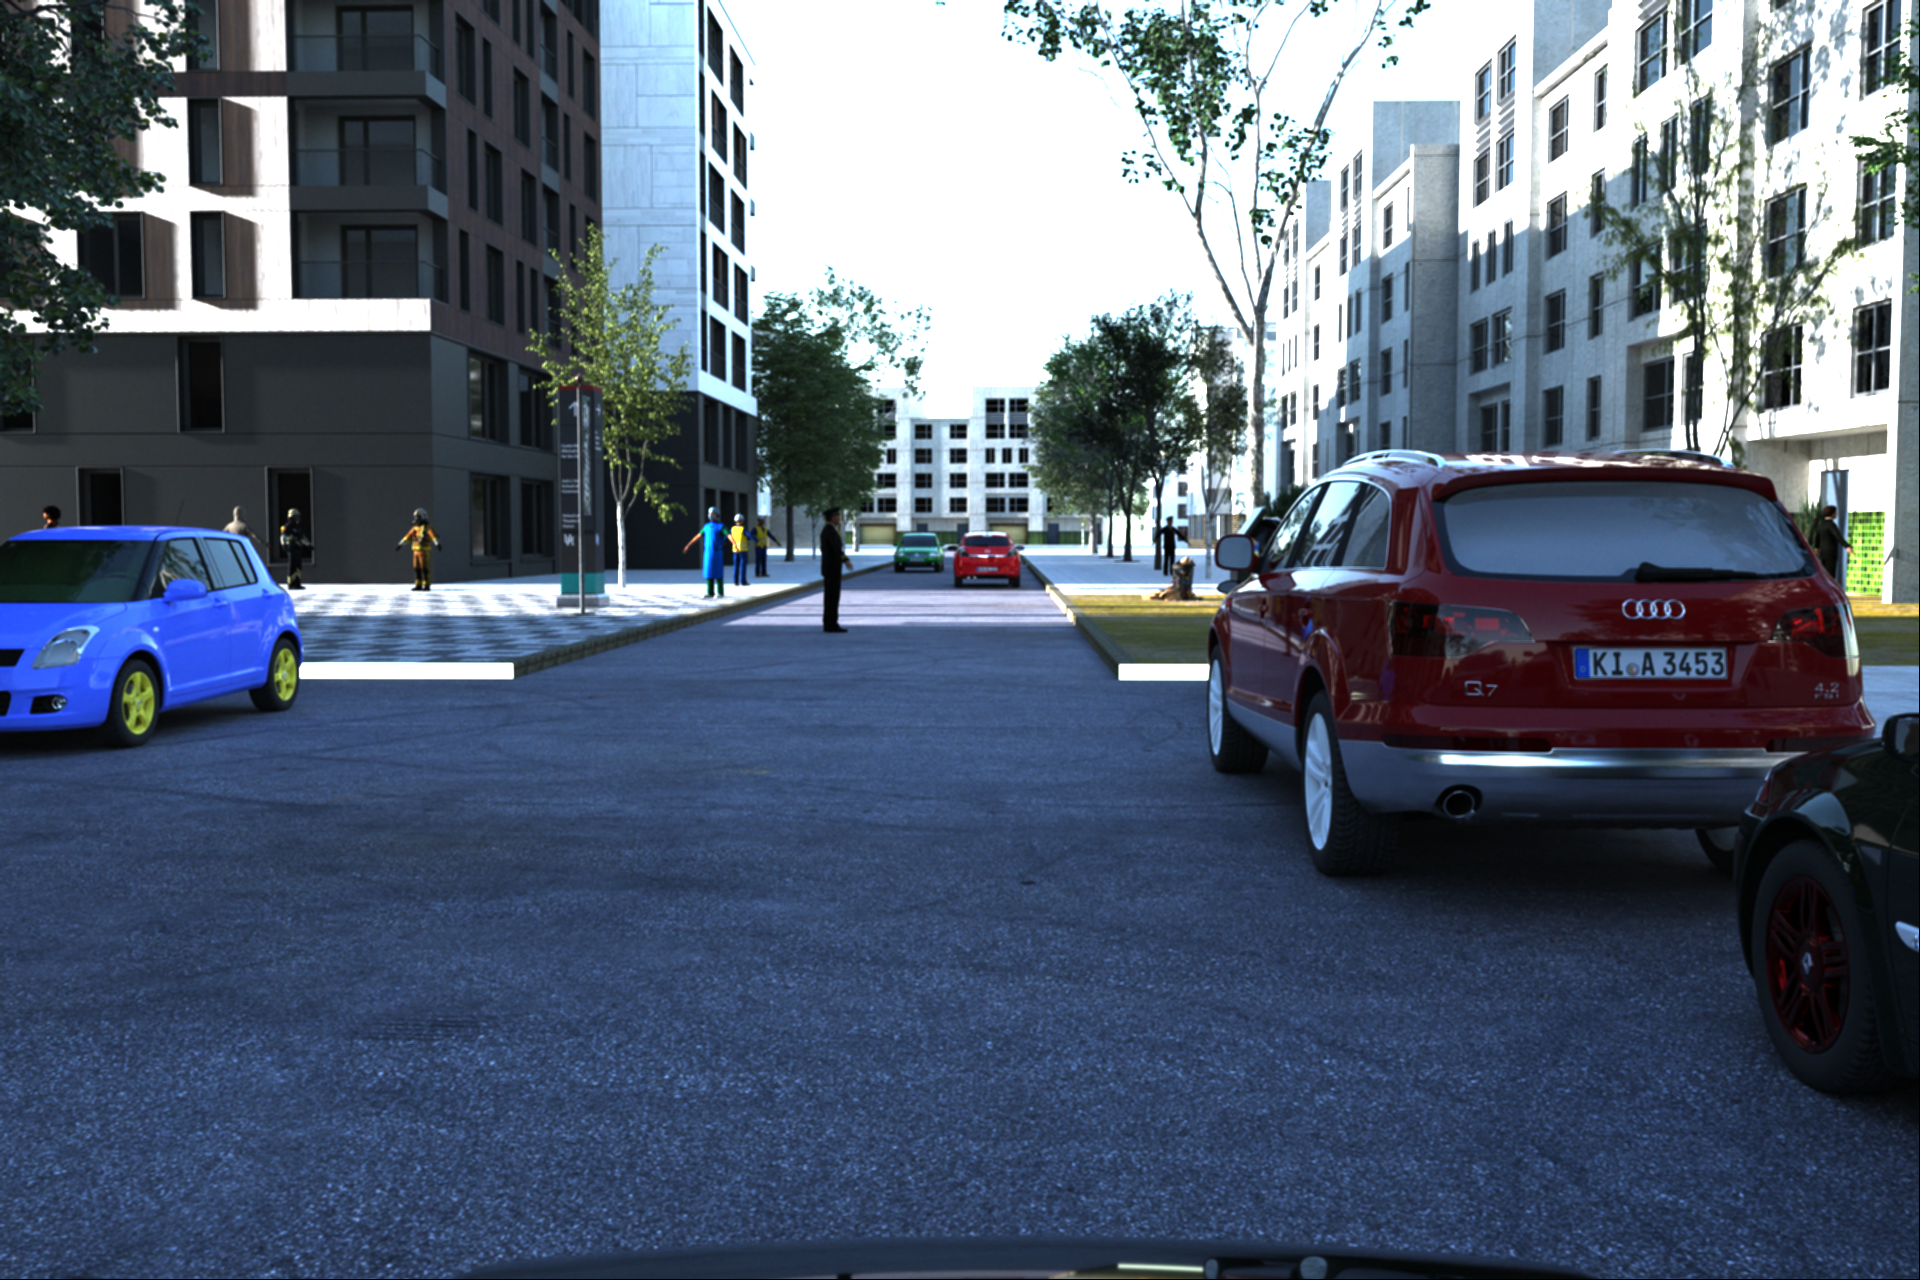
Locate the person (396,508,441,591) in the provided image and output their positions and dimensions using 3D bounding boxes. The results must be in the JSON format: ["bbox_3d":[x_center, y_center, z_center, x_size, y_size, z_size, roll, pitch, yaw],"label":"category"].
[{"bbox_3d":[-12.140,-2.032,38.991,1.354,1.858,0.705,2,4,28],"label":"person"}]

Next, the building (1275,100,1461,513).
[{"bbox_3d":[25.358,-13.013,79.214,16.747,18.905,31.486,0,4,1],"label":"building"}]

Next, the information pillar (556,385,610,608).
[{"bbox_3d":[-6.661,-2.516,30.514,0.750,3.857,0.750,0,4,3],"label":"information pillar"}]

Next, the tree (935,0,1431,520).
[{"bbox_3d":[5.182,-11.157,38.308,12.611,20.169,13.585,0,3,0],"label":"tree"}]

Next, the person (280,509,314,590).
[{"bbox_3d":[-15.297,-2.085,39.876,0.705,1.856,1.354,0,4,6],"label":"person"}]

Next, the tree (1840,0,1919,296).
[{"bbox_3d":[16.718,-6.021,24.195,9.928,11.665,9.643,0,3,0],"label":"tree"}]

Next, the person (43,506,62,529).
[{"bbox_3d":[-17.477,-1.660,33.284,0.704,1.843,1.345,-1,4,-8],"label":"person"}]

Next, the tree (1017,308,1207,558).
[{"bbox_3d":[8.241,-11.183,93.215,12.009,13.543,11.850,0,3,0],"label":"tree"}]

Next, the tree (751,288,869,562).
[{"bbox_3d":[-8.098,-9.962,81.000,7.486,12.596,7.792,0,3,0],"label":"tree"}]

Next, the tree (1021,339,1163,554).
[{"bbox_3d":[8.601,-12.555,111.924,9.857,13.997,8.962,0,3,0],"label":"tree"}]

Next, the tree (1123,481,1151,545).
[{"bbox_3d":[22.055,-15.790,208.528,4.360,8.622,3.978,0,3,0],"label":"tree"}]

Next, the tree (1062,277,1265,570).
[{"bbox_3d":[7.376,-7.809,62.097,7.601,10.594,8.767,-3,5,-43],"label":"tree"}]

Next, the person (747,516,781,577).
[{"bbox_3d":[-5.945,-2.810,51.920,0.705,1.833,1.349,3,5,42],"label":"person"}]

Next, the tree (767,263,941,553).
[{"bbox_3d":[-7.203,-16.177,120.381,12.611,20.169,13.585,0,3,0],"label":"tree"}]

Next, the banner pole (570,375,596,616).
[{"bbox_3d":[-5.979,-2.298,27.586,0.401,3.779,0.863,0,4,2],"label":"banner pole"}]

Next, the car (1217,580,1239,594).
[{"bbox_3d":[3.179,-0.133,14.179,2.014,1.417,4.499,0,4,1],"label":"car"}]

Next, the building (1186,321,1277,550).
[{"bbox_3d":[25.493,-18.236,154.577,16.016,20.090,11.380,0,4,1],"label":"building"}]

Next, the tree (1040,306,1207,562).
[{"bbox_3d":[7.642,-9.403,79.493,9.928,11.665,9.643,0,3,0],"label":"tree"}]

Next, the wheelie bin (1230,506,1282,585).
[{"bbox_3d":[3.470,-0.745,20.094,0.693,1.594,0.980,0,4,0],"label":"wheelie bin"}]

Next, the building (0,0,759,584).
[{"bbox_3d":[-23.349,-13.216,60.063,27.936,21.610,32.646,0,4,2],"label":"building"}]

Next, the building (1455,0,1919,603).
[{"bbox_3d":[26.063,-11.046,47.059,16.747,18.905,31.486,0,4,2],"label":"building"}]

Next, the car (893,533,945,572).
[{"bbox_3d":[-1.545,-3.511,66.207,1.959,1.807,4.718,0,4,1],"label":"car"}]

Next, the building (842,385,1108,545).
[{"bbox_3d":[2.275,-21.063,213.287,31.486,18.905,16.747,0,4,6],"label":"building"}]

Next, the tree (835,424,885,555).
[{"bbox_3d":[-7.406,-9.588,107.118,4.360,8.622,3.978,0,3,0],"label":"tree"}]

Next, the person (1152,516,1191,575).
[{"bbox_3d":[6.512,-2.920,53.681,1.347,1.837,0.705,-1,4,-21],"label":"person"}]

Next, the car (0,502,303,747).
[{"bbox_3d":[-6.324,-0.194,12.767,1.945,1.707,3.694,0,4,2],"label":"car"}]

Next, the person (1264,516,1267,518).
[{"bbox_3d":[7.018,-2.049,40.308,0.721,1.733,1.217,2,4,27],"label":"person"}]

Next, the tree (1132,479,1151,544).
[{"bbox_3d":[22.487,-16.124,213.991,4.737,8.622,4.395,0,3,0],"label":"tree"}]

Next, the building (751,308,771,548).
[{"bbox_3d":[-22.491,-17.628,144.632,16.016,20.090,11.380,0,4,1],"label":"building"}]

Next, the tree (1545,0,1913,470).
[{"bbox_3d":[9.380,-4.409,22.447,4.360,8.622,3.978,0,3,0],"label":"tree"}]

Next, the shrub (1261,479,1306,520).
[{"bbox_3d":[4.562,-1.163,23.434,1.690,2.028,1.600,0,3,0],"label":"shrub"}]

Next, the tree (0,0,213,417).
[{"bbox_3d":[-11.792,-6.666,15.639,9.857,13.997,8.962,0,3,0],"label":"tree"}]

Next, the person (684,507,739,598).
[{"bbox_3d":[-4.931,-1.743,34.627,1.347,1.817,0.704,2,4,30],"label":"person"}]

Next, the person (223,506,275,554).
[{"bbox_3d":[-13.832,-1.666,33.368,1.348,1.813,0.705,1,4,16],"label":"person"}]

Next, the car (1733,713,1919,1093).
[{"bbox_3d":[3.014,0.401,3.239,2.009,1.686,4.222,0,4,1],"label":"car"}]

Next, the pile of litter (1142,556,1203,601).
[{"bbox_3d":[4.136,-1.215,33.824,1.176,0.858,1.719,0,4,1],"label":"pile of litter"}]

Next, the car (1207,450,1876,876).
[{"bbox_3d":[2.522,-0.007,8.793,2.281,1.827,5.304,0,4,1],"label":"car"}]

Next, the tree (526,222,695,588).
[{"bbox_3d":[-8.064,-5.541,40.961,4.737,8.622,4.395,0,3,0],"label":"tree"}]

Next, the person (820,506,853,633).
[{"bbox_3d":[-1.843,-1.036,25.328,0.705,1.837,1.347,-1,4,-19],"label":"person"}]

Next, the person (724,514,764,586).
[{"bbox_3d":[-5.421,-2.237,43.032,1.216,1.772,0.721,2,4,25],"label":"person"}]

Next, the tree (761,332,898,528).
[{"bbox_3d":[-7.308,-10.974,97.554,7.486,12.596,7.792,0,3,0],"label":"tree"}]

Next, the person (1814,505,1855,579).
[{"bbox_3d":[16.039,-1.573,31.905,0.705,1.806,1.347,0,4,1],"label":"person"}]

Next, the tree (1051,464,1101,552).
[{"bbox_3d":[8.945,-10.522,122.396,4.360,8.622,3.978,0,3,0],"label":"tree"}]

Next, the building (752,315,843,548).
[{"bbox_3d":[-21.490,-20.688,169.176,19.493,23.208,18.063,0,4,1],"label":"building"}]

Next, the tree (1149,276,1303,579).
[{"bbox_3d":[7.040,-6.081,49.792,4.360,8.622,3.978,0,3,0],"label":"tree"}]

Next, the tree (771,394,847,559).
[{"bbox_3d":[-7.386,-8.503,89.392,4.360,8.622,3.978,0,3,0],"label":"tree"}]

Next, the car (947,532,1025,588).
[{"bbox_3d":[0.727,-2.376,47.890,2.155,1.783,4.494,0,3,0],"label":"car"}]

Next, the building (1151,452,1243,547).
[{"bbox_3d":[24.768,-14.137,173.290,9.099,9.664,28.070,0,4,1],"label":"building"}]
